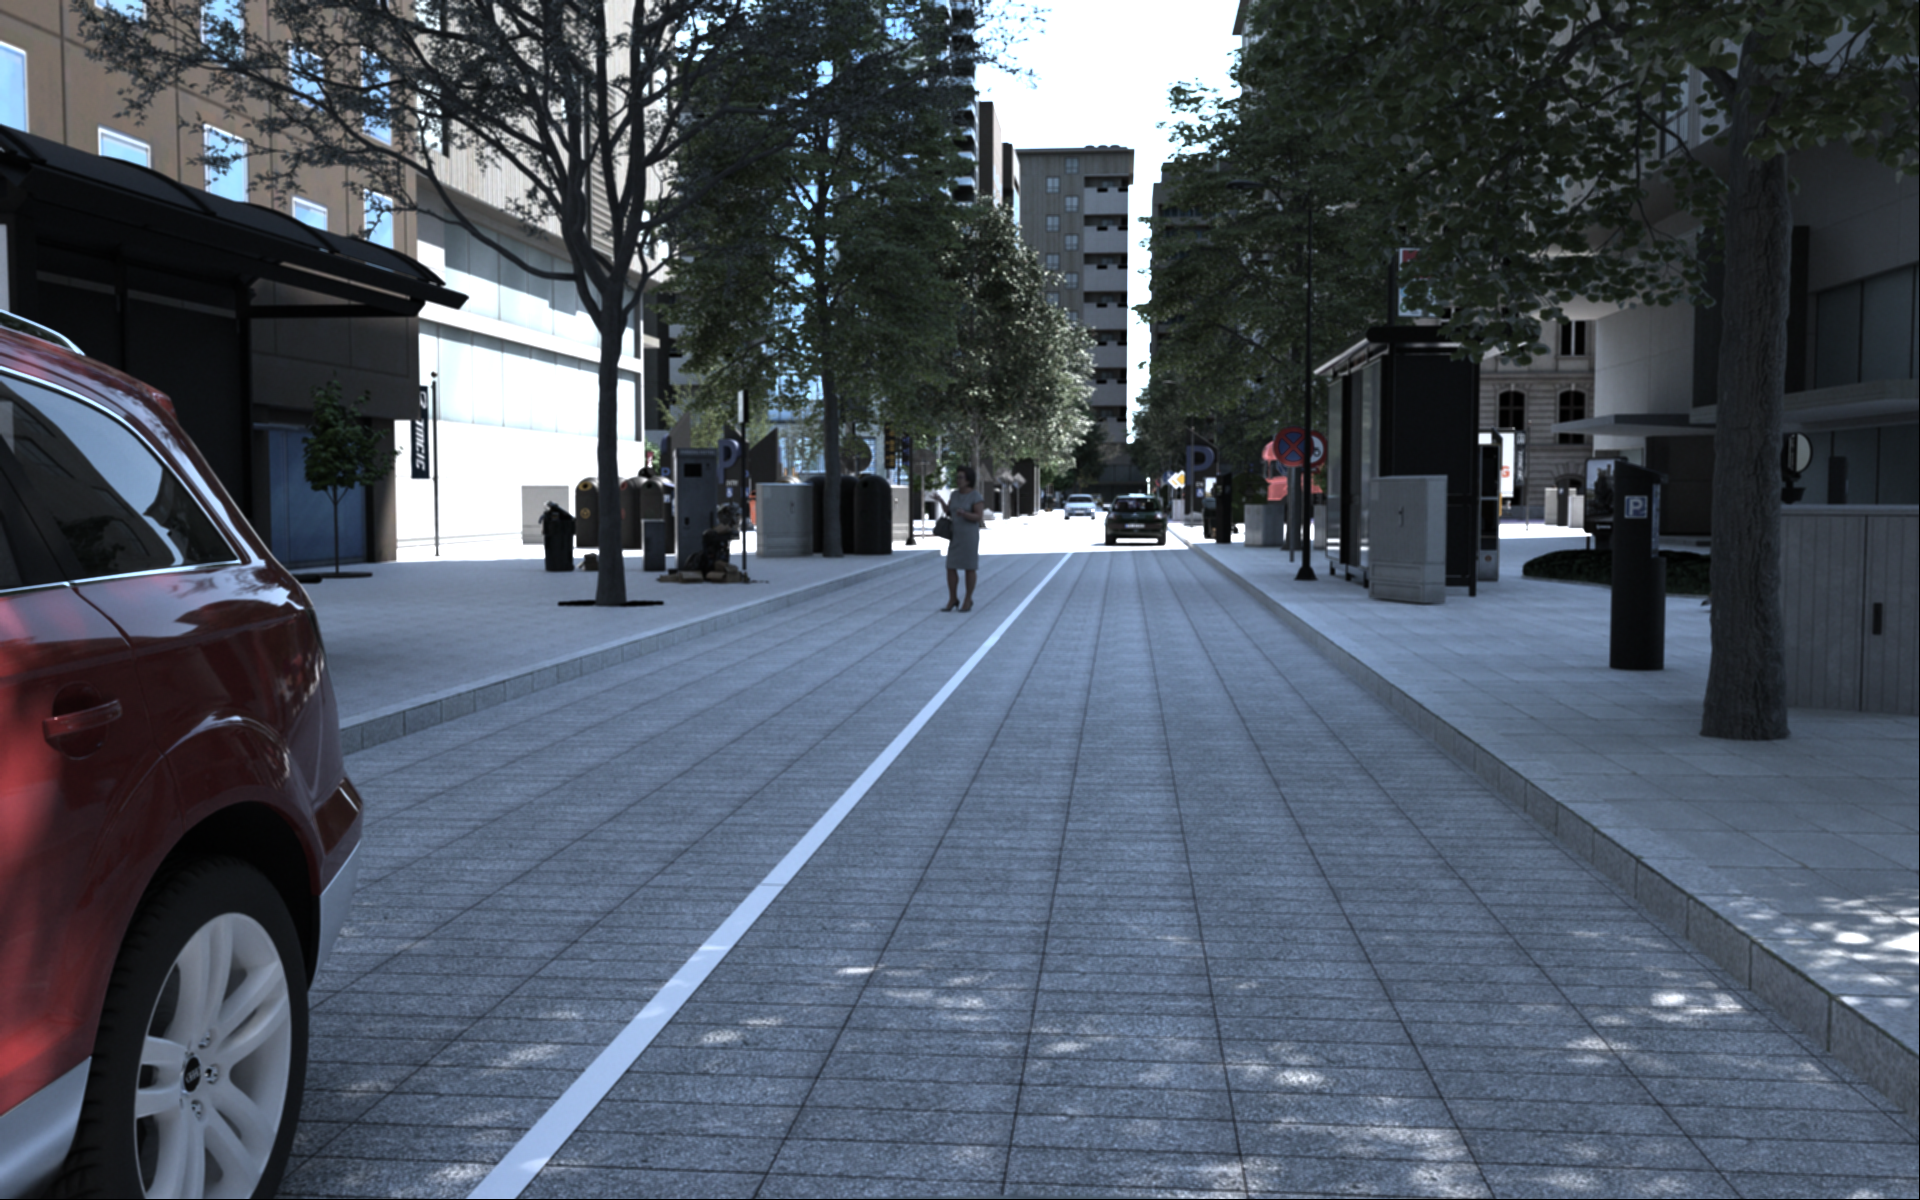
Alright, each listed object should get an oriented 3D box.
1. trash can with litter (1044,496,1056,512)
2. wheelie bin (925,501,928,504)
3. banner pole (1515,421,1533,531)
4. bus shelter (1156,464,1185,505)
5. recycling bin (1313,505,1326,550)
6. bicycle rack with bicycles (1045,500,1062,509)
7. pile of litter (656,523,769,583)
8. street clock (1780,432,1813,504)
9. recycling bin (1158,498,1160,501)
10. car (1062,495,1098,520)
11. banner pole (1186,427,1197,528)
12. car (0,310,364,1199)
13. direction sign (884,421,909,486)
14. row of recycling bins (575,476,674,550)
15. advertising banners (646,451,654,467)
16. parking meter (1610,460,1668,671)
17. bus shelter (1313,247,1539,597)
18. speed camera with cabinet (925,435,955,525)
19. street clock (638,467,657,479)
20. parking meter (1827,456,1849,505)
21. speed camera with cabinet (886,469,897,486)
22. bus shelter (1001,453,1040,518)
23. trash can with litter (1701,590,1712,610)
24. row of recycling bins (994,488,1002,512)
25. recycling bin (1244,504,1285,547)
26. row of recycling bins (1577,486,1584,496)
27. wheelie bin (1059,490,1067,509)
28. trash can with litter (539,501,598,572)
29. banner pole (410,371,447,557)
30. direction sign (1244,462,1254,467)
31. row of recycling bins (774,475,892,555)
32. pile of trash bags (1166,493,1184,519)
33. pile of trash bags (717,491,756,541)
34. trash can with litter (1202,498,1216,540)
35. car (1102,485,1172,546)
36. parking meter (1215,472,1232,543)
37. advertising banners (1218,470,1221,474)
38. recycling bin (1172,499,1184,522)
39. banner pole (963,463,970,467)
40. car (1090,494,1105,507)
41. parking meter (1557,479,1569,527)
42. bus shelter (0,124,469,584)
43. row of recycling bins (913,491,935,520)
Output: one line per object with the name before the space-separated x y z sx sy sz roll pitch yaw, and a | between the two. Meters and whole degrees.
trash can with litter | 6.283 -6.736 121.525 0.624 1.170 1.055 1 4 20
wheelie bin | -3.156 -9.013 155.270 0.693 1.594 0.980 -3 4 -38
banner pole | 19.432 -4.264 59.733 0.401 3.779 0.863 -2 4 -24
bus shelter | 14.452 -7.594 118.086 2.014 3.302 5.546 0 4 5
recycling bin | 8.668 -1.680 40.025 0.722 1.027 0.722 -2 4 -31
bicycle rack with bicycles | 7.341 -8.250 148.272 2.925 0.926 2.852 0 4 1
pile of litter | -3.629 -0.689 25.229 1.719 0.858 1.176 3 4 37
street clock | 9.808 -0.974 20.499 0.471 2.002 0.358 -1 4 -22
recycling bin | 14.459 -6.927 125.814 0.722 1.027 0.722 1 4 21
car | 6.750 -5.210 97.182 2.014 1.417 4.499 0 4 5
banner pole | 8.746 -4.603 65.282 0.401 3.779 0.863 0 4 6
car | -2.412 0.429 1.662 2.281 1.827 5.304 0 4 3
direction sign | -1.911 -3.788 53.929 0.876 3.537 0.379 -1 4 -9
row of recycling bins | -7.889 -2.069 40.940 3.534 1.692 1.069 3 5 44
advertising banners | -12.924 -4.513 69.982 0.090 3.025 2.074 1 4 23
parking meter | 4.986 -0.263 12.718 0.372 1.533 0.369 0 3 0
bus shelter | 6.522 -2.946 25.795 2.179 5.291 8.768 0 4 5
speed camera with cabinet | -0.561 -3.746 55.579 0.660 3.252 2.038 2 4 24
street clock | -8.328 -2.546 46.205 0.471 2.002 0.358 -2 4 -29
parking meter | 13.699 -1.305 27.054 0.255 1.863 0.399 2 4 31
speed camera with cabinet | -4.370 -6.761 104.878 0.660 3.252 2.038 0 4 1
bus shelter | 3.464 -7.410 98.782 2.179 5.291 8.768 0 4 6
trash can with litter | 8.496 -0.436 18.516 1.055 1.170 0.624 3 5 43
row of recycling bins | 2.940 -7.095 123.123 3.534 1.692 1.069 3 4 38
recycling bin | 7.469 -1.832 42.509 0.722 1.027 0.722 -2 4 -33
row of recycling bins | 44.172 -6.861 119.292 3.534 1.692 1.069 0 4 -8
wheelie bin | 8.973 -8.715 150.398 0.693 1.594 0.980 0 4 -4
trash can with litter | -6.456 -1.070 28.888 1.055 1.170 0.624 -1 4 -23
banner pole | -10.845 -2.764 35.217 0.401 3.779 0.863 2 4 32
direction sign | 20.442 -7.998 122.772 0.379 3.537 0.876 -3 5 -40
row of recycling bins | -2.818 -1.875 37.772 3.534 1.692 1.069 3 5 43
pile of trash bags | 11.628 -4.892 89.743 1.912 1.369 3.447 0 4 3
pile of trash bags | -6.539 -2.305 47.441 3.447 1.369 1.912 2 4 35
trash can with litter | 7.275 -2.311 49.175 0.624 1.170 1.055 -1 4 -14
car | 5.046 -2.426 49.457 2.009 1.686 4.222 0 4 7
parking meter | 6.864 -2.410 45.117 0.399 1.863 0.255 -3 5 -39
advertising banners | 18.795 -8.004 127.058 0.090 3.025 2.074 0 4 -8
recycling bin | 10.383 -4.194 81.128 0.722 1.027 0.722 1 4 21
banner pole | 0.382 -5.559 80.905 0.863 3.779 0.401 0 4 6
car | 14.558 -10.768 186.281 2.015 1.641 3.980 0 4 6
parking meter | 23.650 -3.806 67.938 0.255 1.863 0.399 -2 4 -31
bus shelter | -5.193 -1.060 11.260 2.014 3.302 5.546 0 4 5
row of recycling bins | -2.508 -4.849 86.389 3.534 1.692 1.069 1 4 12
